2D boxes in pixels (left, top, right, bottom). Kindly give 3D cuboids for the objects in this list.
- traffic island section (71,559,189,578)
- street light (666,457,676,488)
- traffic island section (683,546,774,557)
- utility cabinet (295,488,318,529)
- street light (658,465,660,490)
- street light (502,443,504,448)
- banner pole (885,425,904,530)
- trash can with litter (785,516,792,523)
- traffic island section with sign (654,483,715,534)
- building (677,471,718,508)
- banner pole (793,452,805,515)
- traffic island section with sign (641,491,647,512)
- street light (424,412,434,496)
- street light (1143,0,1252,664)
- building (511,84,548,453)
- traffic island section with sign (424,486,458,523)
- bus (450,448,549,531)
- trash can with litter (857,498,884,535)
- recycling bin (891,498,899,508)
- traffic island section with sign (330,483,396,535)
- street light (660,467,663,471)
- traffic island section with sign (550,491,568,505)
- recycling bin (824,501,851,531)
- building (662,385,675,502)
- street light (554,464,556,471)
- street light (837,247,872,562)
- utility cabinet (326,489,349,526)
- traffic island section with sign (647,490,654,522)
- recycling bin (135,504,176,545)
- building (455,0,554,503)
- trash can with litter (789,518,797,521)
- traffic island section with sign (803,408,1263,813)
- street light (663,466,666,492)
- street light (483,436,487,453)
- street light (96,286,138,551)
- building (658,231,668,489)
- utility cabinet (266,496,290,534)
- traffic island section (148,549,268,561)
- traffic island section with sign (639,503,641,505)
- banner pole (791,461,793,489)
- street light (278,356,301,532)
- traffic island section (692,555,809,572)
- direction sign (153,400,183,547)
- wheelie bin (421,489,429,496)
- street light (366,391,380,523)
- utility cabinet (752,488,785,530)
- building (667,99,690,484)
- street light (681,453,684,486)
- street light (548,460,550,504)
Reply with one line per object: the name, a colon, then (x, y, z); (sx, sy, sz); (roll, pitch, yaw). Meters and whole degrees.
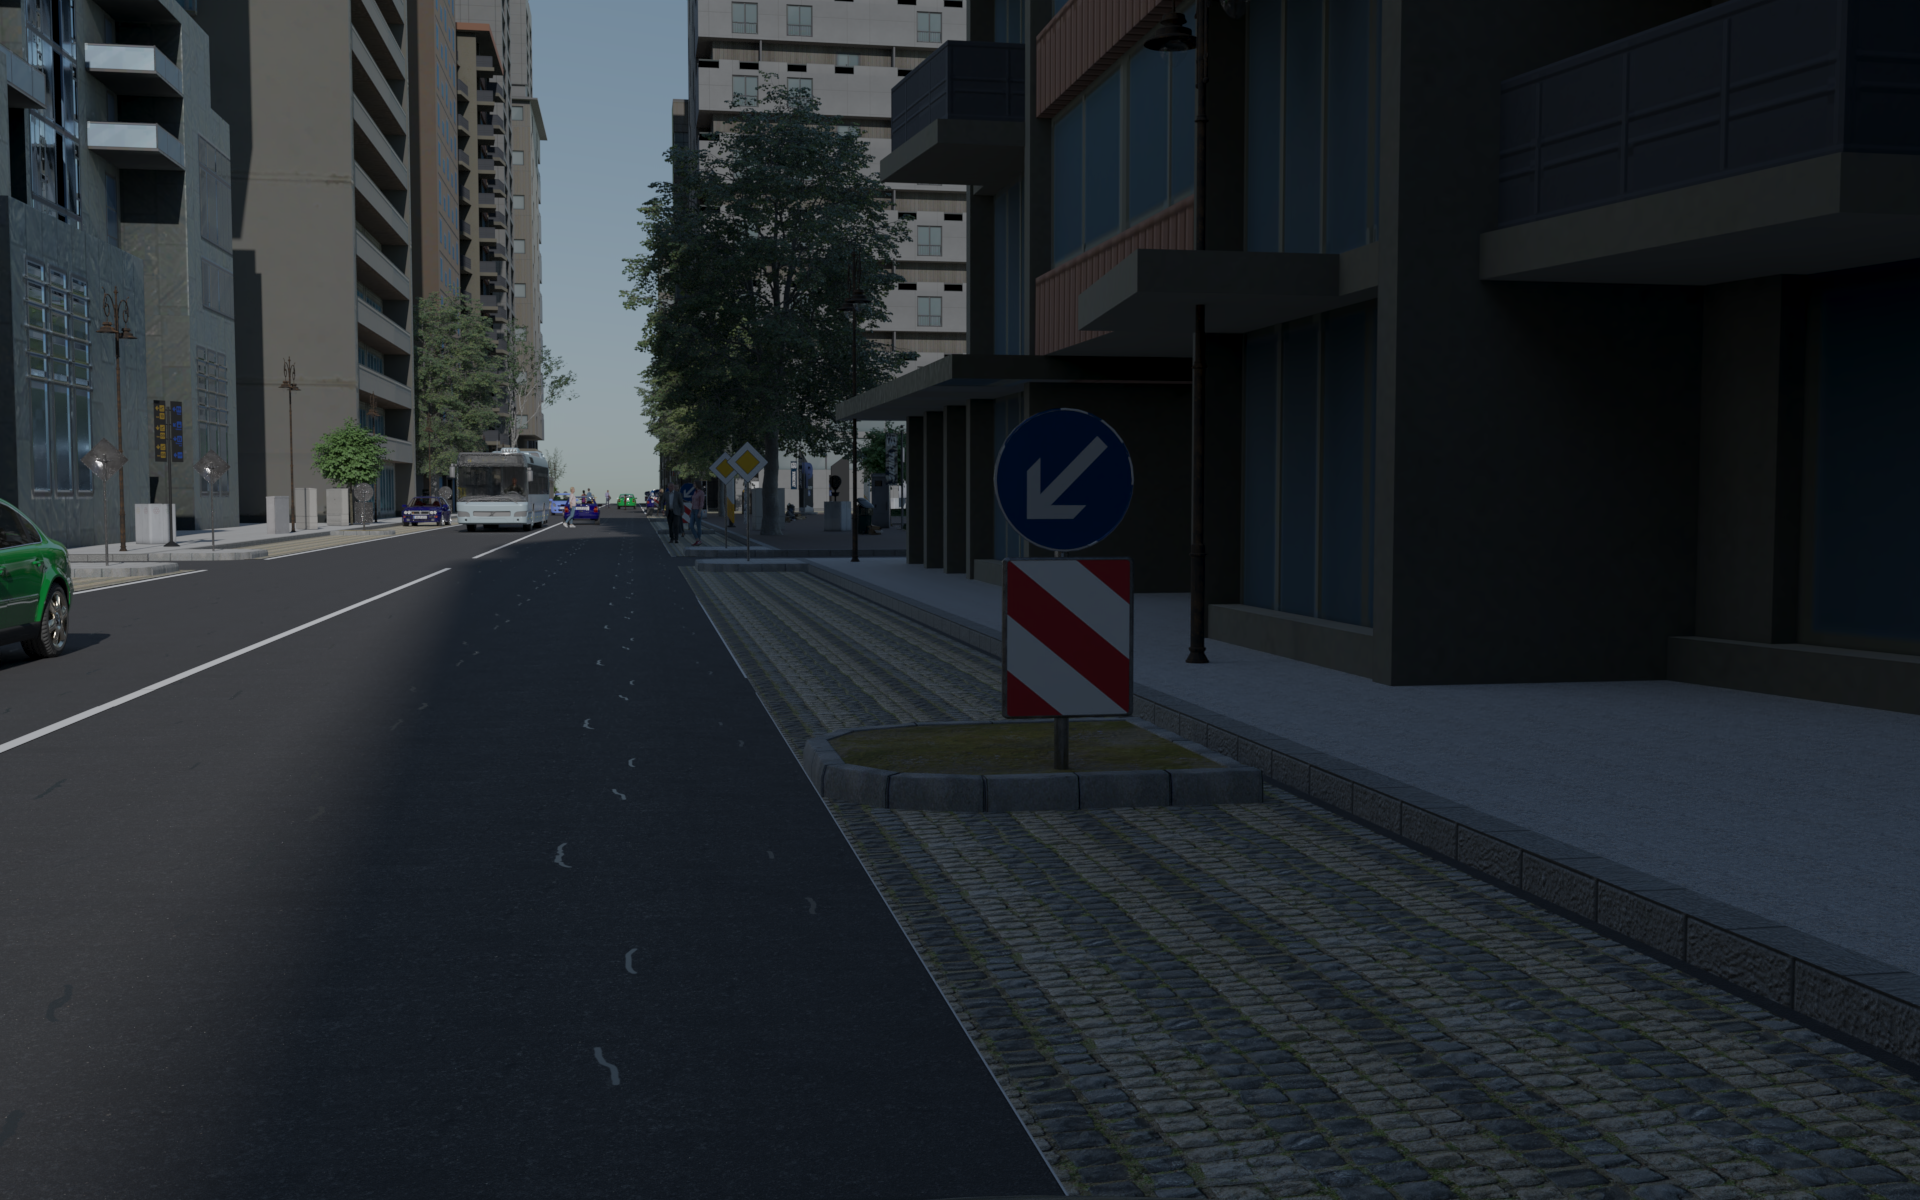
traffic island section: (-15.263, -0.530, 30.952); (2.009, 0.180, 2.903); (-1, 4, -11)
street light: (-31.621, -13.279, 189.901); (0.468, 5.910, 1.993); (-1, 4, -11)
traffic island section: (-5.501, -1.139, 40.911); (2.009, 0.180, 2.903); (-1, 4, -11)
utility cabinet: (-23.638, -3.302, 62.660); (0.318, 1.500, 1.173); (-3, 5, -44)
street light: (-43.264, -17.040, 251.393); (0.468, 5.910, 1.993); (-1, 4, -11)
street light: (-40.582, -11.085, 154.028); (0.468, 5.910, 1.993); (-1, 4, -11)
banner pole: (-2.316, -4.437, 62.568); (0.863, 3.779, 0.401); (-1, 4, -22)
trash can with litter: (-8.109, -4.068, 77.893); (1.055, 1.170, 0.624); (-3, 5, -41)
traffic island section with sign: (-9.831, -3.267, 62.038); (1.989, 1.847, 2.006); (-1, 4, -11)
building: (-16.773, -44.500, 165.835); (20.563, 71.187, 20.611); (-1, 4, -11)
banner pole: (-9.489, -6.970, 103.975); (0.401, 3.779, 0.863); (-3, 4, -38)
traffic island section with sign: (-24.401, -7.984, 139.174); (1.989, 1.847, 2.006); (-1, 4, -11)
street light: (-29.989, -7.655, 97.953); (0.468, 5.910, 1.993); (-1, 4, -11)
street light: (1.806, -2.460, 13.006); (0.468, 5.910, 1.993); (-1, 4, -11)
building: (-68.524, -38.879, 224.914); (28.713, 52.752, 27.495); (-1, 4, -11)
traffic island section with sign: (-25.977, -4.827, 87.547); (1.989, 1.847, 2.006); (-1, 4, -11)
bus: (-18.250, -4.569, 69.562); (2.948, 3.499, 13.247); (-1, 4, -10)
trash can with litter: (-2.842, -2.658, 54.845); (1.055, 1.170, 0.624); (3, 5, 44)
recycling bin: (-4.352, -6.024, 111.048); (0.722, 1.027, 0.722); (2, 4, 24)
traffic island section with sign: (-20.879, -3.182, 60.646); (1.989, 1.847, 2.006); (-1, 4, -11)
street light: (-39.542, -15.824, 231.511); (0.468, 5.910, 1.993); (-1, 4, -11)
traffic island section with sign: (-50.641, -12.811, 218.091); (1.989, 1.847, 2.006); (-1, 4, -11)
recycling bin: (-4.242, -2.903, 60.020); (0.722, 1.027, 0.722); (2, 4, 27)
building: (-28.055, -24.516, 245.873); (27.650, 21.520, 28.899); (-1, 4, -11)
street light: (-59.784, -17.301, 255.651); (0.468, 5.910, 1.993); (-1, 4, -11)
street light: (-1.986, -3.660, 32.634); (0.468, 5.910, 1.993); (-1, 4, -11)
utility cabinet: (-24.985, -3.718, 69.473); (1.173, 1.500, 0.318); (3, 5, 41)
traffic island section with sign: (-15.043, -4.952, 89.599); (1.989, 1.847, 2.006); (-1, 4, -11)
recycling bin: (-20.647, -1.951, 44.456); (0.722, 1.027, 0.722); (2, 4, 34)
building: (-69.526, -49.583, 248.936); (20.563, 71.187, 20.611); (-1, 4, -11)
trash can with litter: (-8.735, -4.481, 84.318); (1.678, 1.210, 2.233); (-2, 4, -35)
traffic island section with sign: (0.240, -0.006, 8.726); (1.989, 1.847, 2.006); (-1, 4, -11)
street light: (-35.672, -14.587, 211.287); (0.468, 5.910, 1.993); (-1, 4, -11)
street light: (-36.878, -9.884, 134.383); (0.468, 5.910, 1.993); (-1, 4, -11)
street light: (-18.749, -4.027, 38.634); (0.468, 5.910, 1.993); (-1, 4, -11)
building: (-39.179, -35.613, 265.870); (14.154, 41.232, 14.086); (-1, 4, -11)
utility cabinet: (-21.969, -2.729, 55.777); (0.306, 1.237, 1.020); (0, 4, 4)
traffic island section: (-16.745, -1.010, 38.799); (2.009, 0.180, 2.903); (-1, 4, -11)
traffic island section with sign: (-29.413, -9.604, 165.661); (1.989, 1.847, 2.006); (-1, 4, -11)
banner pole: (-10.944, -7.683, 115.638); (0.863, 3.779, 0.401); (-2, 4, -31)
street light: (-22.499, -5.228, 58.270); (0.468, 5.910, 1.993); (-1, 4, -11)
traffic island section: (-4.019, -0.660, 33.064); (2.009, 0.180, 2.903); (-1, 4, -11)
direction sign: (-19.218, -3.066, 42.119); (0.379, 3.537, 0.876); (1, 4, 19)
wheelie bin: (-33.906, -6.271, 110.431); (0.980, 1.594, 0.693); (-1, 4, -14)
street light: (-26.329, -6.428, 77.891); (0.468, 5.910, 1.993); (-1, 4, -11)
utility cabinet: (-6.833, -3.246, 61.759); (1.173, 1.500, 0.318); (-2, 4, -34)
building: (-23.309, -30.590, 183.748); (14.154, 41.232, 14.086); (-1, 4, -11)
street light: (-24.174, -10.866, 150.443); (0.468, 5.910, 1.993); (-1, 4, -11)
street light: (-55.823, -16.048, 235.169); (0.468, 5.910, 1.993); (-1, 4, -11)
